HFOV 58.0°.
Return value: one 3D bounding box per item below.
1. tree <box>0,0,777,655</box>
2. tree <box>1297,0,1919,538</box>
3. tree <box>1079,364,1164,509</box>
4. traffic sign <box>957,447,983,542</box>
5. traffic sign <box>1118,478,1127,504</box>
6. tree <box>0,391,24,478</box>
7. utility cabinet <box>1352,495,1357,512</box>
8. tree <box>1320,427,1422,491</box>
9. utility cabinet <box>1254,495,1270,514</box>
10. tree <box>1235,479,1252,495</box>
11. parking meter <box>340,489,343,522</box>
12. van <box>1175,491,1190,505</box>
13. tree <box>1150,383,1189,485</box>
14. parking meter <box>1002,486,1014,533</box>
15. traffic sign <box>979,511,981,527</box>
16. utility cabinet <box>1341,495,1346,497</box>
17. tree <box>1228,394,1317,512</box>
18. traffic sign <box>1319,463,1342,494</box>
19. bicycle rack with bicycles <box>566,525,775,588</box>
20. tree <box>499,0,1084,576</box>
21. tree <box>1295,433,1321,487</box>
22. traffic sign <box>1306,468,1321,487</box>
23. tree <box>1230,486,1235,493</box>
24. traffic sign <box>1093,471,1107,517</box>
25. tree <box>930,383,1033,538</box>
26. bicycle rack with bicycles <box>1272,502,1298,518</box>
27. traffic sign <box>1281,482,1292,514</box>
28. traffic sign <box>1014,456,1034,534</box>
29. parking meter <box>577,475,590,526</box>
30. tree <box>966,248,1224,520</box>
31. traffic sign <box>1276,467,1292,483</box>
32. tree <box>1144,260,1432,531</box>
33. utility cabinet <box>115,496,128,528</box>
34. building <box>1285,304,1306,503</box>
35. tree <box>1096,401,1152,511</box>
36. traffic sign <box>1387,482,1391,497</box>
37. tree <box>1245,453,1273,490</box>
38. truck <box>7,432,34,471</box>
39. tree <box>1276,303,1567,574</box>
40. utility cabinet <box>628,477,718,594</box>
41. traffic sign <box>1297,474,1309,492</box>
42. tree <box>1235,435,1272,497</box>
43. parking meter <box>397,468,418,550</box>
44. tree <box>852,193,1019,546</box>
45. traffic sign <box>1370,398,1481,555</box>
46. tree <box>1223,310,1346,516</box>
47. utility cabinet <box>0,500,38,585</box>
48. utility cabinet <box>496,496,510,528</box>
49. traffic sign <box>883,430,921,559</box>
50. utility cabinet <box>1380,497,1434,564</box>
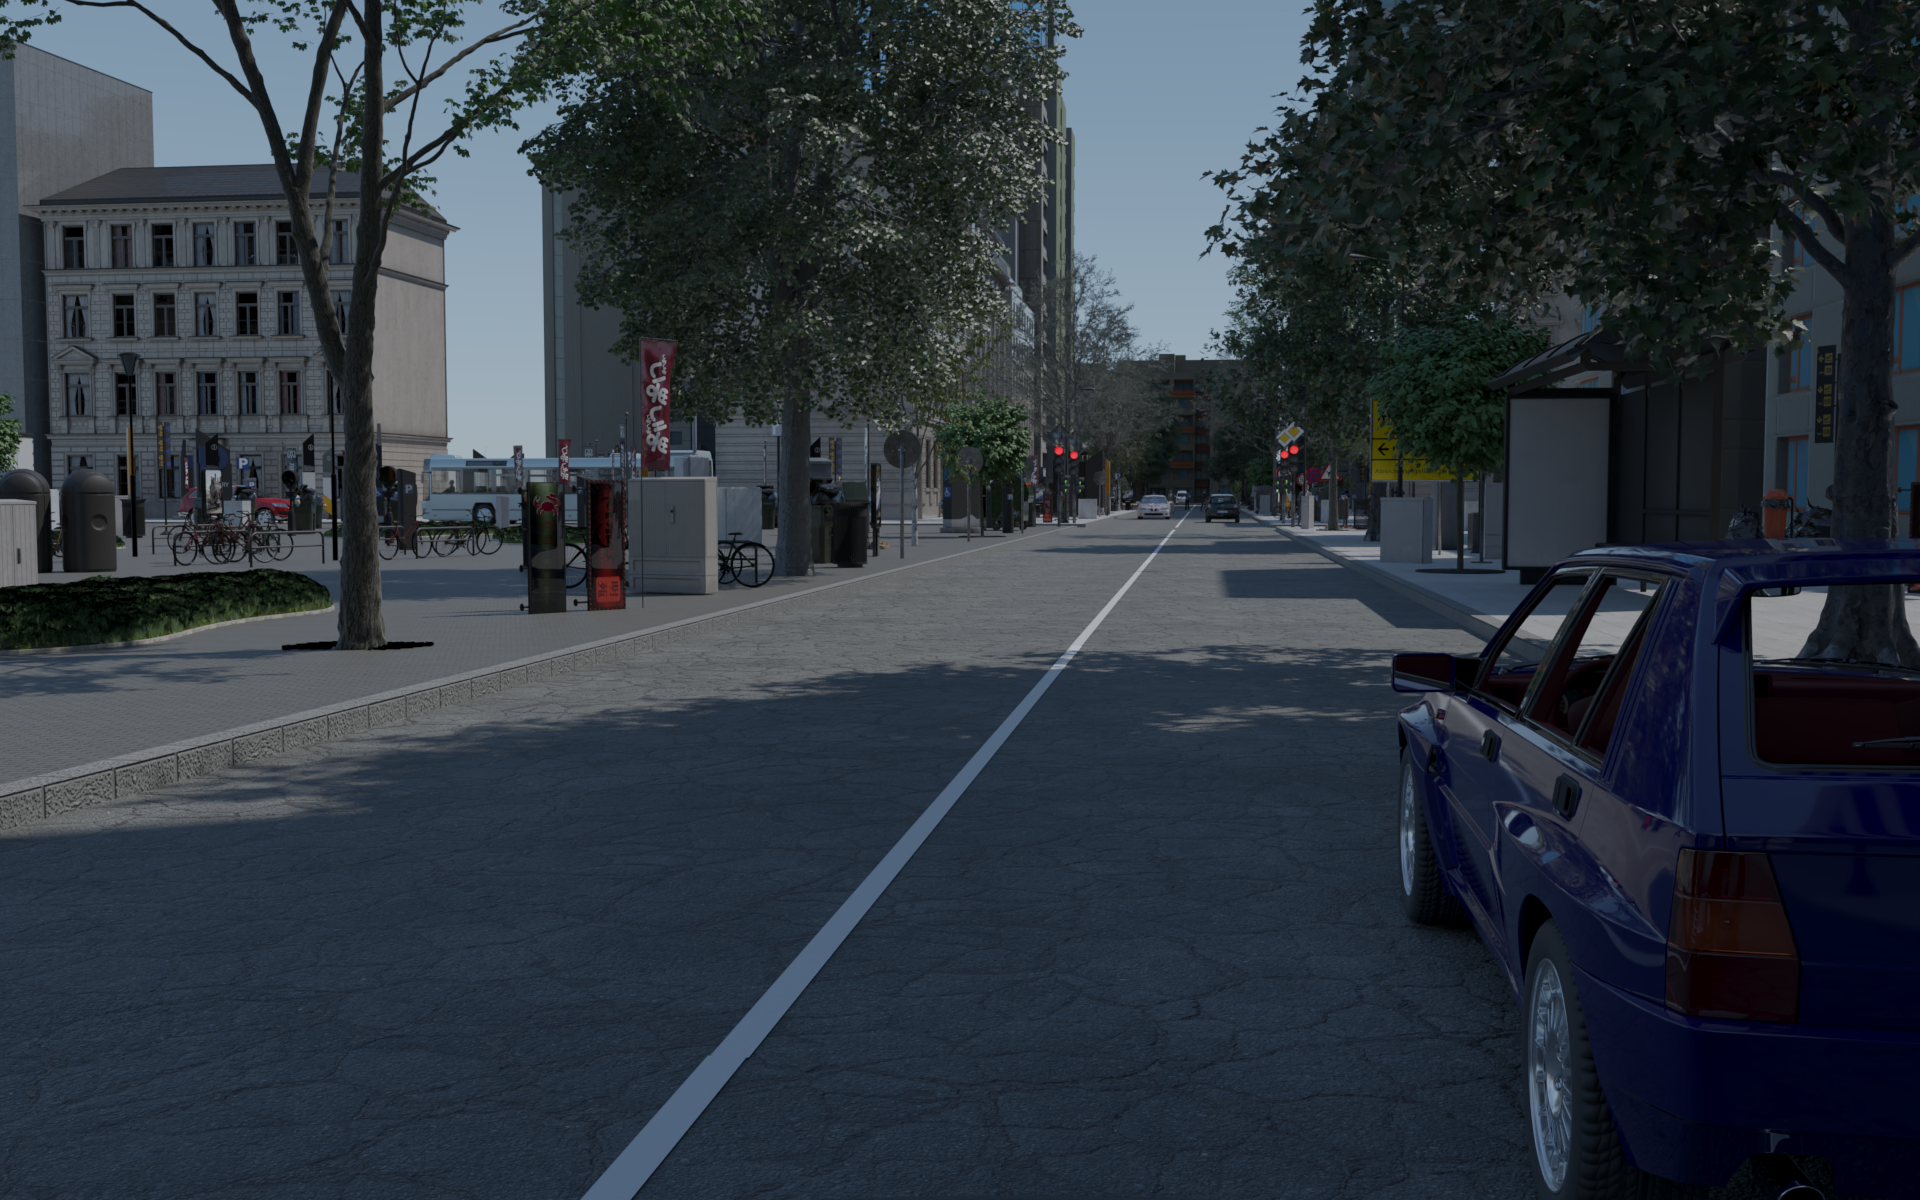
[{"bbox_3d":[-5.078,-5.392,13.922,9.928,11.665,9.643,0,3,0],"label":"tree"},{"bbox_3d":[6.444,-5.826,12.255,9.611,12.733,9.660,0,3,0],"label":"tree"},{"bbox_3d":[14.149,-14.113,148.877,7.486,12.596,7.792,0,3,0],"label":"tree"},{"bbox_3d":[0.236,-2.846,46.645,0.768,2.556,0.104,1,4,15],"label":"traffic sign"},{"bbox_3d":[12.675,-8.258,135.122,0.768,2.556,0.104,1,4,9],"label":"traffic sign"},{"bbox_3d":[-26.295,-3.784,45.576,4.285,4.588,4.351,0,3,0],"label":"tree"},{"bbox_3d":[28.934,-7.085,127.008,0.306,1.237,1.020,1,4,17],"label":"utility cabinet"},{"bbox_3d":[22.074,-8.703,92.650,4.737,8.622,4.395,0,3,0],"label":"tree"},{"bbox_3d":[20.564,-6.565,118.497,0.306,1.237,1.020,-2,4,-34],"label":"utility cabinet"},{"bbox_3d":[24.448,-9.200,145.019,1.663,3.219,1.824,0,3,0],"label":"tree"},{"bbox_3d":[-28.652,-4.417,80.624,0.372,1.533,0.369,0,3,0],"label":"parking meter"},{"bbox_3d":[28.796,-13.286,224.241,2.013,2.044,4.112,0,4,8],"label":"van"},{"bbox_3d":[20.339,-17.469,192.267,9.857,13.997,8.962,0,3,0],"label":"tree"},{"bbox_3d":[1.579,-2.960,56.808,0.372,1.533,0.369,0,3,0],"label":"parking meter"},{"bbox_3d":[0.657,-3.561,58.334,0.768,2.556,0.104,1,4,11],"label":"traffic sign"},{"bbox_3d":[23.992,-6.050,110.080,0.306,1.237,1.020,-3,5,-44],"label":"utility cabinet"},{"bbox_3d":[22.682,-11.569,123.563,7.601,10.594,8.767,0,4,7],"label":"tree"},{"bbox_3d":[14.343,-4.109,67.181,0.884,2.594,0.081,1,4,13],"label":"traffic sign"},{"bbox_3d":[-3.907,-0.659,24.158,2.925,0.926,2.852,1,4,17],"label":"bicycle rack with bicycles"},{"bbox_3d":[-2.673,-7.365,27.073,9.857,13.997,8.962,0,3,0],"label":"tree"},{"bbox_3d":[24.783,-10.030,114.346,4.737,8.622,4.395,0,3,0],"label":"tree"},{"bbox_3d":[17.030,-5.105,83.568,0.768,2.556,0.104,1,4,13],"label":"traffic sign"},{"bbox_3d":[34.124,-13.426,214.120,1.663,3.219,1.824,0,3,0],"label":"tree"},{"bbox_3d":[7.773,-5.889,96.393,0.768,2.556,0.104,1,4,14],"label":"traffic sign"},{"bbox_3d":[0.708,-4.162,51.770,4.285,4.588,4.351,0,3,0],"label":"tree"},{"bbox_3d":[17.902,-4.756,91.149,2.925,0.926,2.852,0,4,-2],"label":"bicycle rack with bicycles"},{"bbox_3d":[21.269,-6.890,112.653,0.884,2.594,0.081,1,4,14],"label":"traffic sign"},{"bbox_3d":[2.024,-3.427,56.138,0.768,2.556,0.104,1,4,10],"label":"traffic sign"},{"bbox_3d":[-11.608,-2.921,53.467,0.399,1.863,0.255,3,4,36],"label":"parking meter"},{"bbox_3d":[5.413,-10.736,85.904,12.009,13.543,11.850,0,3,0],"label":"tree"},{"bbox_3d":[14.707,-4.796,78.517,0.768,2.556,0.104,1,4,17],"label":"traffic sign"},{"bbox_3d":[12.882,-8.225,60.236,9.928,11.665,9.643,0,3,0],"label":"tree"},{"bbox_3d":[-32.141,-3.342,65.801,0.306,1.237,1.020,3,4,36],"label":"utility cabinet"},{"bbox_3d":[59.788,-36.251,247.326,28.867,44.769,22.147,0,4,8],"label":"building"},{"bbox_3d":[12.068,-10.890,128.419,4.360,8.622,3.978,0,3,0],"label":"tree"},{"bbox_3d":[9.763,-2.403,39.391,0.768,2.556,0.104,1,4,10],"label":"traffic sign"},{"bbox_3d":[23.203,-9.022,131.219,4.285,4.588,4.351,0,3,0],"label":"tree"},{"bbox_3d":[-48.213,-5.520,79.157,11.283,4.237,2.839,0,4,7],"label":"truck"},{"bbox_3d":[8.286,-2.731,28.361,4.285,4.588,4.351,0,3,0],"label":"tree"},{"bbox_3d":[-3.696,-0.830,22.249,1.173,1.500,0.318,2,4,25],"label":"utility cabinet"},{"bbox_3d":[21.338,-6.581,107.703,0.768,2.556,0.104,1,4,16],"label":"traffic sign"},{"bbox_3d":[27.997,-13.151,165.374,4.360,8.622,3.978,0,3,0],"label":"tree"},{"bbox_3d":[-12.658,-2.079,39.697,0.399,1.863,0.255,-3,4,-38],"label":"parking meter"},{"bbox_3d":[-0.996,-5.638,42.542,4.737,8.622,4.395,0,3,0],"label":"tree"},{"bbox_3d":[9.764,-2.598,36.354,2.265,3.308,0.079,1,4,13],"label":"traffic sign"},{"bbox_3d":[18.500,-11.656,100.939,12.009,13.543,11.850,0,3,0],"label":"tree"},{"bbox_3d":[-11.271,-0.557,20.267,0.306,1.237,1.020,1,4,11],"label":"utility cabinet"},{"bbox_3d":[-16.944,-3.244,64.204,0.306,1.237,1.020,-2,4,-26],"label":"utility cabinet"},{"bbox_3d":[-1.151,-2.095,34.366,0.768,2.556,0.104,1,4,10],"label":"traffic sign"},{"bbox_3d":[8.327,-1.293,32.296,0.306,1.237,1.020,-3,4,-36],"label":"utility cabinet"}]
